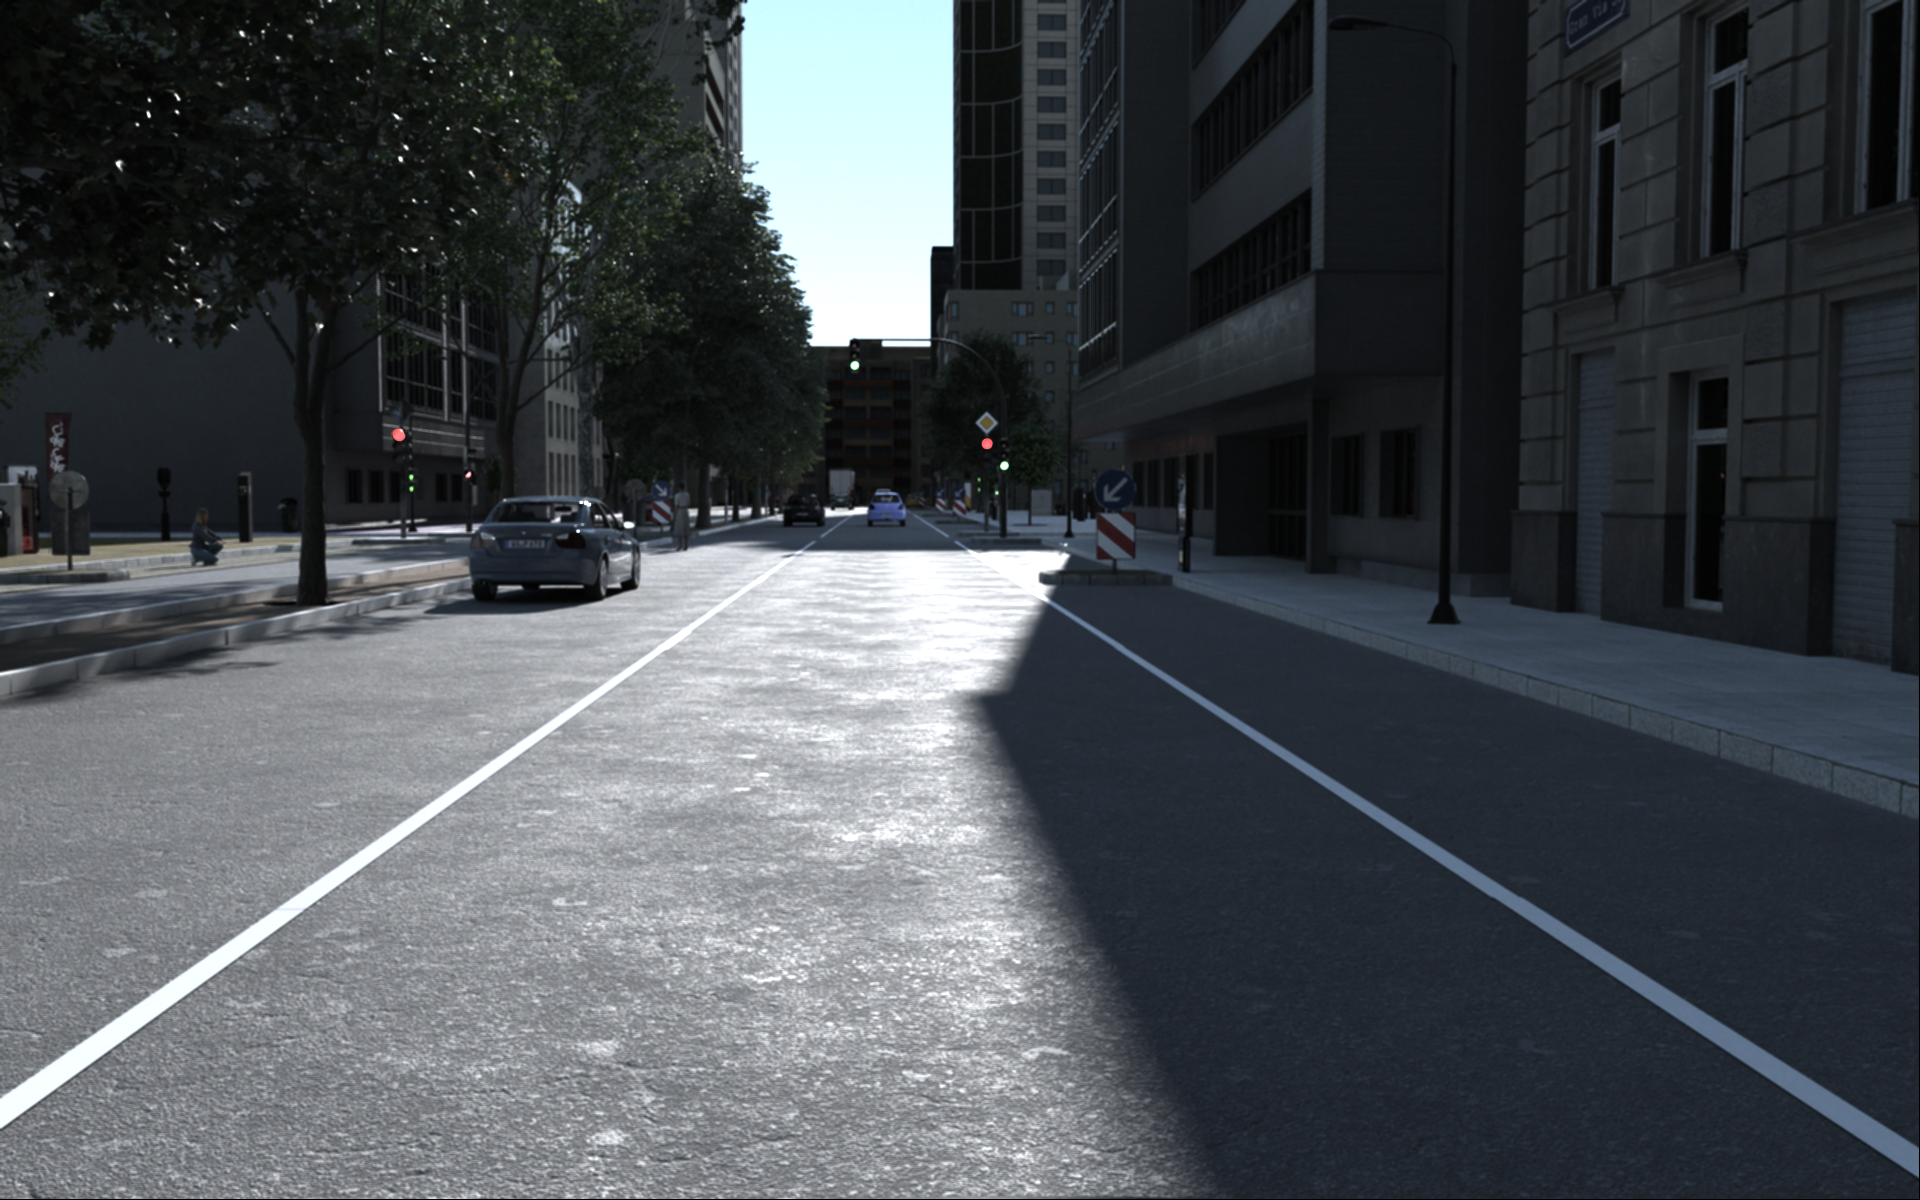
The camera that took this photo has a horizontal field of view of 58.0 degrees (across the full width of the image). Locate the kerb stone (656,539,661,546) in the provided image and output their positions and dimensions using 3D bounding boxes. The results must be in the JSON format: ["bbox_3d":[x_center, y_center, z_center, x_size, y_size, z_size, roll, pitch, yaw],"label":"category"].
[{"bbox_3d":[-8.426,-1.557,47.662,0.120,0.150,1.000,0,4,-3],"label":"kerb stone"}]

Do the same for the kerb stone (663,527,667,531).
[{"bbox_3d":[-11.329,-2.656,65.616,0.120,0.150,1.000,0,4,-3],"label":"kerb stone"}]

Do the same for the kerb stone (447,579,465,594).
[{"bbox_3d":[-7.408,-0.180,25.139,0.120,0.150,1.000,0,4,-3],"label":"kerb stone"}]

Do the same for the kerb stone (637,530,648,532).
[{"bbox_3d":[-11.095,-2.341,60.471,0.120,0.150,1.000,0,4,-3],"label":"kerb stone"}]

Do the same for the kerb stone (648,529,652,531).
[{"bbox_3d":[-11.149,-2.404,61.501,0.120,0.150,1.000,0,4,-3],"label":"kerb stone"}]

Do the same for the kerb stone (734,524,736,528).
[{"bbox_3d":[-9.518,-3.036,71.840,0.120,0.150,1.000,0,4,-3],"label":"kerb stone"}]

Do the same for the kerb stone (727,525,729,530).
[{"bbox_3d":[-9.369,-2.849,68.769,0.120,0.150,1.000,0,4,-3],"label":"kerb stone"}]

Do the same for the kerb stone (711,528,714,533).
[{"bbox_3d":[-9.098,-2.472,62.617,0.120,0.150,1.000,0,4,-3],"label":"kerb stone"}]

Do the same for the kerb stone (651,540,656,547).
[{"bbox_3d":[-8.376,-1.495,46.640,0.120,0.150,1.000,0,4,-3],"label":"kerb stone"}]

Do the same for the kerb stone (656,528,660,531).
[{"bbox_3d":[-11.239,-2.530,63.553,0.120,0.150,1.000,0,4,-3],"label":"kerb stone"}]

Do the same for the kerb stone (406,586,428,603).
[{"bbox_3d":[-7.316,-0.055,23.094,0.120,0.150,1.000,0,4,-3],"label":"kerb stone"}]

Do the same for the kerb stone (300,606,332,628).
[{"bbox_3d":[-7.135,0.196,18.998,0.120,0.150,1.000,0,4,-3],"label":"kerb stone"}]

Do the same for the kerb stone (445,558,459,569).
[{"bbox_3d":[-9.871,-0.680,33.307,0.120,0.150,1.000,0,4,-3],"label":"kerb stone"}]

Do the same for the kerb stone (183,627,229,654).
[{"bbox_3d":[-6.999,0.383,15.933,0.120,0.150,1.000,0,4,-3],"label":"kerb stone"}]

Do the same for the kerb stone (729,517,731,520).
[{"bbox_3d":[-12.580,-4.345,93.283,0.120,0.150,1.000,0,4,-3],"label":"kerb stone"}]

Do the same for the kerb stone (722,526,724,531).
[{"bbox_3d":[-9.283,-2.723,66.715,0.120,0.150,1.000,0,4,-3],"label":"kerb stone"}]

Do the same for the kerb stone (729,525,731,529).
[{"bbox_3d":[-9.416,-2.911,69.794,0.120,0.150,1.000,0,4,-3],"label":"kerb stone"}]

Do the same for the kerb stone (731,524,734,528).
[{"bbox_3d":[-9.464,-2.974,70.816,0.120,0.150,1.000,0,4,-3],"label":"kerb stone"}]

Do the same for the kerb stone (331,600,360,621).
[{"bbox_3d":[-7.182,0.133,20.025,0.120,0.150,1.000,0,4,-3],"label":"kerb stone"}]

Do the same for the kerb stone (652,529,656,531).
[{"bbox_3d":[-11.185,-2.460,62.526,0.120,0.150,1.000,0,4,-3],"label":"kerb stone"}]

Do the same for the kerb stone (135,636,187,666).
[{"bbox_3d":[-6.940,0.450,14.906,0.120,0.150,1.000,0,4,-3],"label":"kerb stone"}]

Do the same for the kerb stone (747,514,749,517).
[{"bbox_3d":[-13.129,-5.099,105.567,0.120,0.150,1.000,0,4,-3],"label":"kerb stone"}]

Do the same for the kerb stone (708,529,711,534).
[{"bbox_3d":[-9.047,-2.405,61.596,0.120,0.150,1.000,0,4,-3],"label":"kerb stone"}]

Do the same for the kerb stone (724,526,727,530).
[{"bbox_3d":[-9.330,-2.785,67.736,0.120,0.150,1.000,0,4,-3],"label":"kerb stone"}]

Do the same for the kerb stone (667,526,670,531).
[{"bbox_3d":[-11.381,-2.717,66.637,0.120,0.150,1.000,0,4,-3],"label":"kerb stone"}]

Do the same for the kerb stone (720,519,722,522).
[{"bbox_3d":[-12.344,-4.034,88.159,0.120,0.150,1.000,0,4,-3],"label":"kerb stone"}]

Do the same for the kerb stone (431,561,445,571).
[{"bbox_3d":[-9.830,-0.616,32.285,0.120,0.150,1.000,0,4,-3],"label":"kerb stone"}]

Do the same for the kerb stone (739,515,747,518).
[{"bbox_3d":[-13.093,-5.037,104.545,0.120,0.150,1.000,0,4,-3],"label":"kerb stone"}]

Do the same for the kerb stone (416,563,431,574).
[{"bbox_3d":[-9.788,-0.554,31.261,0.120,0.150,1.000,0,4,-3],"label":"kerb stone"}]

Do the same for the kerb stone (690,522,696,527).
[{"bbox_3d":[-11.839,-3.345,76.885,0.120,0.150,1.000,0,4,-3],"label":"kerb stone"}]

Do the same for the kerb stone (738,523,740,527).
[{"bbox_3d":[-9.604,-3.161,73.883,0.120,0.150,1.000,0,4,-3],"label":"kerb stone"}]

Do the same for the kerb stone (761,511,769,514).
[{"bbox_3d":[-13.962,-6.228,124.025,0.120,0.150,1.000,0,4,-3],"label":"kerb stone"}]

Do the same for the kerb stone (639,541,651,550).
[{"bbox_3d":[-8.333,-1.429,45.616,0.120,0.150,1.000,0,4,-3],"label":"kerb stone"}]

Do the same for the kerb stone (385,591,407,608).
[{"bbox_3d":[-7.275,0.010,22.069,0.120,0.150,1.000,0,4,-3],"label":"kerb stone"}]

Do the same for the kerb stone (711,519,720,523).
[{"bbox_3d":[-12.301,-3.966,87.136,0.120,0.150,1.000,0,4,-3],"label":"kerb stone"}]

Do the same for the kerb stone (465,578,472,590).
[{"bbox_3d":[-7.457,-0.243,26.169,0.120,0.150,1.000,0,4,-3],"label":"kerb stone"}]

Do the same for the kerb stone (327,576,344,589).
[{"bbox_3d":[-9.548,-0.236,26.140,0.120,0.150,1.000,0,4,-3],"label":"kerb stone"}]

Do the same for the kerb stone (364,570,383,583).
[{"bbox_3d":[-9.644,-0.367,28.194,0.120,0.150,1.000,0,4,-3],"label":"kerb stone"}]

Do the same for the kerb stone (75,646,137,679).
[{"bbox_3d":[-6.898,0.508,13.884,0.120,0.150,1.000,0,4,-3],"label":"kerb stone"}]

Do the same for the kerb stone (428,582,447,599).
[{"bbox_3d":[-7.366,-0.117,24.116,0.120,0.150,1.000,0,4,-3],"label":"kerb stone"}]

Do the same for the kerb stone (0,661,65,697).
[{"bbox_3d":[-6.855,0.571,12.863,0.120,0.150,1.000,0,4,-3],"label":"kerb stone"}]

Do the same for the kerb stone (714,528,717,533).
[{"bbox_3d":[-9.147,-2.535,63.648,0.120,0.150,1.000,0,4,-3],"label":"kerb stone"}]

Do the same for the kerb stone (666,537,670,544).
[{"bbox_3d":[-8.518,-1.677,49.704,0.120,0.150,1.000,0,4,-3],"label":"kerb stone"}]

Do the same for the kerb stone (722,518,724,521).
[{"bbox_3d":[-12.386,-4.097,89.184,0.120,0.150,1.000,0,4,-3],"label":"kerb stone"}]

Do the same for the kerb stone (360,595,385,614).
[{"bbox_3d":[-7.223,0.070,21.047,0.120,0.150,1.000,0,4,-3],"label":"kerb stone"}]

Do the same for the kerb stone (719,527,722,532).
[{"bbox_3d":[-9.234,-2.660,65.694,0.120,0.150,1.000,0,4,-3],"label":"kerb stone"}]

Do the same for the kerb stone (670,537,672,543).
[{"bbox_3d":[-8.554,-1.745,50.725,0.120,0.150,1.000,0,4,-3],"label":"kerb stone"}]

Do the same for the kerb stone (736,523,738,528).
[{"bbox_3d":[-9.548,-3.097,72.863,0.120,0.150,1.000,0,4,-3],"label":"kerb stone"}]

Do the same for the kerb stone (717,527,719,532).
[{"bbox_3d":[-9.186,-2.598,64.673,0.120,0.150,1.000,0,4,-3],"label":"kerb stone"}]

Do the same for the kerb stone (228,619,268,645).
[{"bbox_3d":[-7.036,0.321,16.954,0.120,0.150,1.000,0,4,-3],"label":"kerb stone"}]

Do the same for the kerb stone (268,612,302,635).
[{"bbox_3d":[-7.086,0.261,17.975,0.120,0.150,1.000,0,4,-3],"label":"kerb stone"}]

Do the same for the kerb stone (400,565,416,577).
[{"bbox_3d":[-9.737,-0.492,30.240,0.120,0.150,1.000,0,4,-3],"label":"kerb stone"}]

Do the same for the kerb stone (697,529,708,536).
[{"bbox_3d":[-8.996,-2.347,60.575,0.120,0.150,1.000,0,4,-3],"label":"kerb stone"}]

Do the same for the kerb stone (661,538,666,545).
[{"bbox_3d":[-8.460,-1.620,48.683,0.120,0.150,1.000,0,4,-3],"label":"kerb stone"}]

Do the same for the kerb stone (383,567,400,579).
[{"bbox_3d":[-9.689,-0.429,29.215,0.120,0.150,1.000,0,4,-3],"label":"kerb stone"}]

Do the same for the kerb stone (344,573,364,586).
[{"bbox_3d":[-9.603,-0.300,27.165,0.120,0.150,1.000,0,4,-3],"label":"kerb stone"}]

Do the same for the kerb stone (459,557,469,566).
[{"bbox_3d":[-9.922,-0.742,34.327,0.120,0.150,1.000,0,4,-3],"label":"kerb stone"}]
